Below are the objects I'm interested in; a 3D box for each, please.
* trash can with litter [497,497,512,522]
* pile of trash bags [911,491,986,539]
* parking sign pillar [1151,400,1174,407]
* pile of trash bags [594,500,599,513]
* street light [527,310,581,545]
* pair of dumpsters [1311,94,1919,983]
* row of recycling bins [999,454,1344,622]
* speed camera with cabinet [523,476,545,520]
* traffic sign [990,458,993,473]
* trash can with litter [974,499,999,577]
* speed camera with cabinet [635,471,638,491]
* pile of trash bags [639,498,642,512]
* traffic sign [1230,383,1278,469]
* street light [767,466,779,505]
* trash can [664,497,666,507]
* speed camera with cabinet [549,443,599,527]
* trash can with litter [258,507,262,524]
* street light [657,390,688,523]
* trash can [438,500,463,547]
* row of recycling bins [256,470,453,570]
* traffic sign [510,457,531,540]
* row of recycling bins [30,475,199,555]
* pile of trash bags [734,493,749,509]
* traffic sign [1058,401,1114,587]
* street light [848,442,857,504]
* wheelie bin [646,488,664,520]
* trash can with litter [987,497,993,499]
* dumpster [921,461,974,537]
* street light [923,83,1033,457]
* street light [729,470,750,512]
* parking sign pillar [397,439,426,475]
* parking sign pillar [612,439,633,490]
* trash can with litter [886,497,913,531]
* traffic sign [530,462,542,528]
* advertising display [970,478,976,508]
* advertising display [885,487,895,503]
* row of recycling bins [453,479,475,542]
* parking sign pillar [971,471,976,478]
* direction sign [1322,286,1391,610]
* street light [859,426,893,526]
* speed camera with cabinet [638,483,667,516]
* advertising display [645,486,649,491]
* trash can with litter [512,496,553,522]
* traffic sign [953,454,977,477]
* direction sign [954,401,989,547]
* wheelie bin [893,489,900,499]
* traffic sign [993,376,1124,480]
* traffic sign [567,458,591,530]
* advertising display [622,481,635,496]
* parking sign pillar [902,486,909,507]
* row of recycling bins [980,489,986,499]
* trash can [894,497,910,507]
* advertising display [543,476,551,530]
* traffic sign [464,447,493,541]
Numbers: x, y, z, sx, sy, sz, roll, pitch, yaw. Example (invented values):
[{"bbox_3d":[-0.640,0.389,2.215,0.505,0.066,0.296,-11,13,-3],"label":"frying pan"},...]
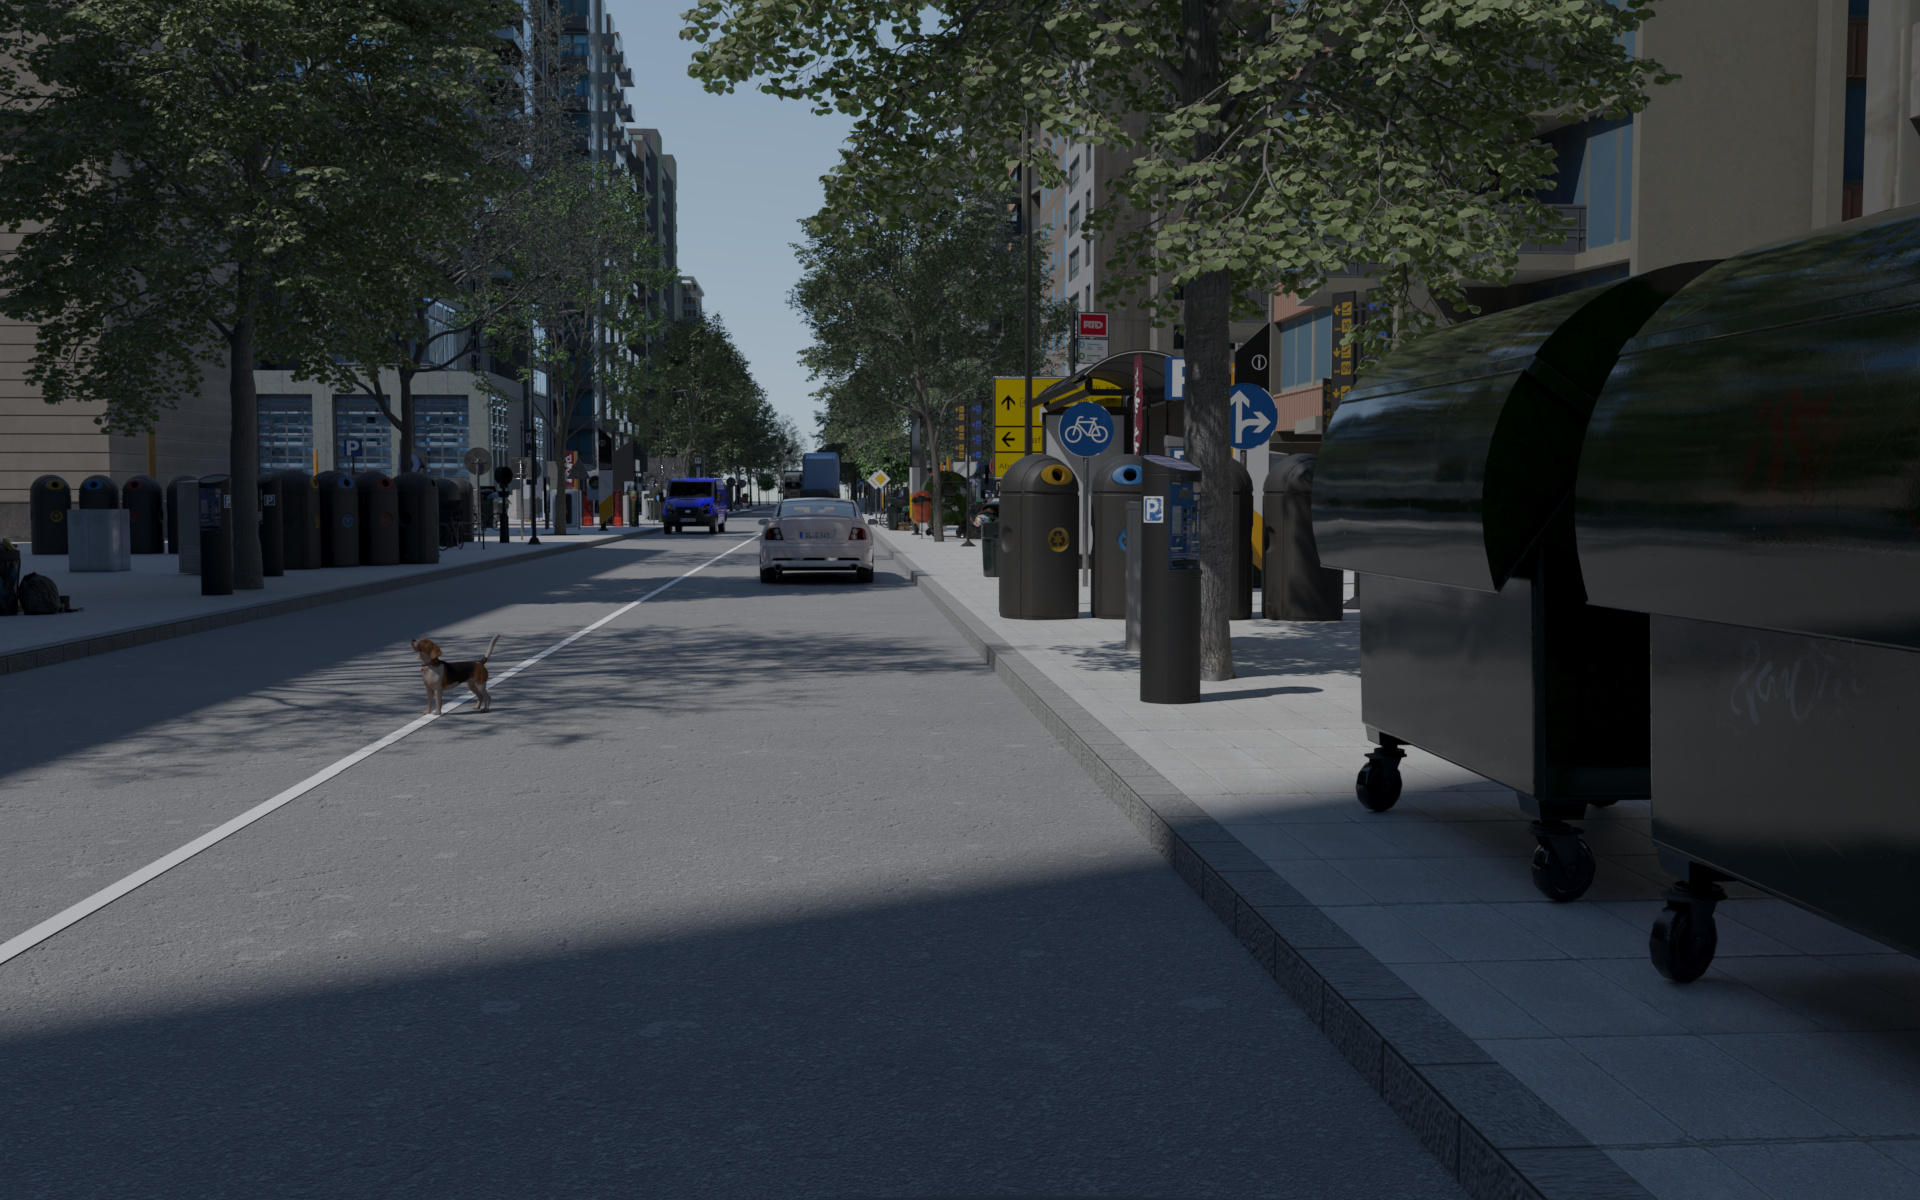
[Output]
[{"bbox_3d":[-21.247,-4.199,80.033,0.624,1.170,1.055,1,4,23],"label":"trash can with litter"},{"bbox_3d":[0.321,-2.439,49.637,3.447,1.369,1.912,0,4,0],"label":"pile of trash bags"},{"bbox_3d":[4.602,-3.078,38.804,1.447,3.967,1.447,-1,4,-14],"label":"parking sign pillar"},{"bbox_3d":[-23.343,-6.437,114.997,1.912,1.369,3.447,-1,4,-19],"label":"pile of trash bags"},{"bbox_3d":[-10.258,-4.358,43.790,1.470,5.913,1.316,0,4,-4],"label":"street light"},{"bbox_3d":[2.372,-0.152,4.973,1.574,2.255,4.437,0,4,-4],"label":"pair of dumpsters"},{"bbox_3d":[2.156,-0.660,17.902,3.534,1.692,1.069,0,4,4],"label":"row of recycling bins"},{"bbox_3d":[-19.656,-5.360,81.978,0.660,3.252,2.038,3,5,43],"label":"speed camera with cabinet"},{"bbox_3d":[1.328,-3.343,54.772,0.768,2.556,0.104,0,4,2],"label":"traffic sign"},{"bbox_3d":[0.542,-0.959,27.060,0.624,1.170,1.055,0,4,2],"label":"trash can with litter"},{"bbox_3d":[-27.875,-9.290,146.228,2.038,3.252,0.660,2,4,27],"label":"speed camera with cabinet"},{"bbox_3d":[-28.588,-8.520,149.048,1.912,1.369,3.447,0,4,3],"label":"pile of trash bags"},{"bbox_3d":[3.262,-1.214,19.955,0.768,2.556,0.104,0,4,1],"label":"traffic sign"},{"bbox_3d":[-21.920,-14.108,203.204,1.470,5.913,1.316,0,4,-4],"label":"street light"},{"bbox_3d":[-14.871,-4.720,88.823,0.748,1.137,0.748,0,3,0],"label":"trash can"},{"bbox_3d":[-14.645,-4.428,66.727,2.038,3.252,0.660,0,4,5],"label":"speed camera with cabinet"},{"bbox_3d":[-12.893,-1.288,32.445,0.624,1.170,1.055,-2,4,-26],"label":"trash can with litter"},{"bbox_3d":[-12.796,-6.403,77.228,1.470,5.913,1.316,0,4,-4],"label":"street light"},{"bbox_3d":[-12.555,-1.885,42.481,0.748,1.137,0.748,0,3,0],"label":"trash can"},{"bbox_3d":[-10.768,-1.445,30.745,1.069,1.692,3.534,2,4,29],"label":"row of recycling bins"},{"bbox_3d":[-12.208,-2.820,48.231,0.606,2.300,0.079,0,4,1],"label":"traffic sign"},{"bbox_3d":[-18.027,-1.837,37.140,3.534,1.692,1.069,-1,4,-11],"label":"row of recycling bins"},{"bbox_3d":[-19.373,-8.547,149.488,3.447,1.369,1.912,3,5,44],"label":"pile of trash bags"},{"bbox_3d":[1.737,-1.456,23.910,0.768,2.556,0.104,0,4,0],"label":"traffic sign"},{"bbox_3d":[-5.835,-7.963,102.735,1.470,5.913,1.316,0,4,-4],"label":"street light"},{"bbox_3d":[-14.922,-4.708,84.878,0.980,1.594,0.693,3,5,42],"label":"wheelie bin"},{"bbox_3d":[0.613,-2.786,56.931,1.055,1.170,0.624,2,4,29],"label":"trash can with litter"},{"bbox_3d":[-0.402,-3.040,52.193,1.502,2.255,1.985,0,4,-4],"label":"dumpster"},{"bbox_3d":[0.241,-2.880,19.634,1.470,5.913,1.316,0,4,-4],"label":"street light"},{"bbox_3d":[-16.255,-9.450,127.049,1.470,5.913,1.316,0,4,-4],"label":"street light"},{"bbox_3d":[-26.638,-5.855,84.199,1.447,3.967,1.447,0,4,7],"label":"parking sign pillar"},{"bbox_3d":[-16.671,-5.891,84.787,1.447,3.967,1.447,-1,4,-21],"label":"parking sign pillar"},{"bbox_3d":[-2.081,-3.003,60.486,1.055,1.170,0.624,3,5,43],"label":"trash can with litter"},{"bbox_3d":[-15.974,-3.942,64.564,0.768,2.556,0.104,0,4,1],"label":"traffic sign"},{"bbox_3d":[0.405,-3.996,70.551,0.123,1.923,0.974,2,4,24],"label":"advertising display"},{"bbox_3d":[-6.004,-8.631,146.336,0.974,1.923,0.123,1,4,14],"label":"advertising display"},{"bbox_3d":[-13.793,-2.325,45.128,1.069,1.692,3.534,1,4,16],"label":"row of recycling bins"},{"bbox_3d":[0.630,-7.891,117.492,1.447,3.967,1.447,2,4,29],"label":"parking sign pillar"},{"bbox_3d":[4.438,-1.668,19.272,0.379,3.537,0.876,-2,4,-31],"label":"direction sign"},{"bbox_3d":[-3.301,-5.942,69.694,1.470,5.913,1.316,0,4,-4],"label":"street light"},{"bbox_3d":[-17.255,-6.434,99.528,2.038,3.252,0.660,1,4,18],"label":"speed camera with cabinet"},{"bbox_3d":[-23.674,-7.789,132.561,0.974,1.923,0.123,-3,4,-39],"label":"advertising display"},{"bbox_3d":[-19.197,-4.166,79.169,2.233,1.210,1.678,1,4,23],"label":"trash can with litter"},{"bbox_3d":[0.148,-3.350,54.879,0.768,2.556,0.104,0,4,4],"label":"traffic sign"},{"bbox_3d":[0.201,-3.075,42.273,0.876,3.537,0.379,3,5,40],"label":"direction sign"},{"bbox_3d":[-4.081,-6.430,113.045,0.693,1.594,0.980,-3,5,-42],"label":"wheelie bin"},{"bbox_3d":[1.696,-2.206,29.937,2.265,3.308,0.079,0,4,1],"label":"traffic sign"},{"bbox_3d":[-13.675,-3.800,62.140,0.884,2.594,0.081,0,4,3],"label":"traffic sign"},{"bbox_3d":[-15.853,-4.747,82.830,0.123,1.923,0.974,1,4,21],"label":"advertising display"},{"bbox_3d":[-2.924,-7.136,105.141,1.447,3.967,1.447,-2,4,-27],"label":"parking sign pillar"},{"bbox_3d":[1.122,-7.457,129.030,1.069,1.692,3.534,2,4,30],"label":"row of recycling bins"},{"bbox_3d":[-3.109,-4.650,87.684,0.748,1.137,0.748,0,3,0],"label":"trash can"},{"bbox_3d":[-15.040,-3.538,63.060,0.123,1.923,0.974,0,4,-6],"label":"advertising display"},{"bbox_3d":[-13.094,-2.874,47.099,0.768,2.556,0.104,0,4,0],"label":"traffic sign"}]
